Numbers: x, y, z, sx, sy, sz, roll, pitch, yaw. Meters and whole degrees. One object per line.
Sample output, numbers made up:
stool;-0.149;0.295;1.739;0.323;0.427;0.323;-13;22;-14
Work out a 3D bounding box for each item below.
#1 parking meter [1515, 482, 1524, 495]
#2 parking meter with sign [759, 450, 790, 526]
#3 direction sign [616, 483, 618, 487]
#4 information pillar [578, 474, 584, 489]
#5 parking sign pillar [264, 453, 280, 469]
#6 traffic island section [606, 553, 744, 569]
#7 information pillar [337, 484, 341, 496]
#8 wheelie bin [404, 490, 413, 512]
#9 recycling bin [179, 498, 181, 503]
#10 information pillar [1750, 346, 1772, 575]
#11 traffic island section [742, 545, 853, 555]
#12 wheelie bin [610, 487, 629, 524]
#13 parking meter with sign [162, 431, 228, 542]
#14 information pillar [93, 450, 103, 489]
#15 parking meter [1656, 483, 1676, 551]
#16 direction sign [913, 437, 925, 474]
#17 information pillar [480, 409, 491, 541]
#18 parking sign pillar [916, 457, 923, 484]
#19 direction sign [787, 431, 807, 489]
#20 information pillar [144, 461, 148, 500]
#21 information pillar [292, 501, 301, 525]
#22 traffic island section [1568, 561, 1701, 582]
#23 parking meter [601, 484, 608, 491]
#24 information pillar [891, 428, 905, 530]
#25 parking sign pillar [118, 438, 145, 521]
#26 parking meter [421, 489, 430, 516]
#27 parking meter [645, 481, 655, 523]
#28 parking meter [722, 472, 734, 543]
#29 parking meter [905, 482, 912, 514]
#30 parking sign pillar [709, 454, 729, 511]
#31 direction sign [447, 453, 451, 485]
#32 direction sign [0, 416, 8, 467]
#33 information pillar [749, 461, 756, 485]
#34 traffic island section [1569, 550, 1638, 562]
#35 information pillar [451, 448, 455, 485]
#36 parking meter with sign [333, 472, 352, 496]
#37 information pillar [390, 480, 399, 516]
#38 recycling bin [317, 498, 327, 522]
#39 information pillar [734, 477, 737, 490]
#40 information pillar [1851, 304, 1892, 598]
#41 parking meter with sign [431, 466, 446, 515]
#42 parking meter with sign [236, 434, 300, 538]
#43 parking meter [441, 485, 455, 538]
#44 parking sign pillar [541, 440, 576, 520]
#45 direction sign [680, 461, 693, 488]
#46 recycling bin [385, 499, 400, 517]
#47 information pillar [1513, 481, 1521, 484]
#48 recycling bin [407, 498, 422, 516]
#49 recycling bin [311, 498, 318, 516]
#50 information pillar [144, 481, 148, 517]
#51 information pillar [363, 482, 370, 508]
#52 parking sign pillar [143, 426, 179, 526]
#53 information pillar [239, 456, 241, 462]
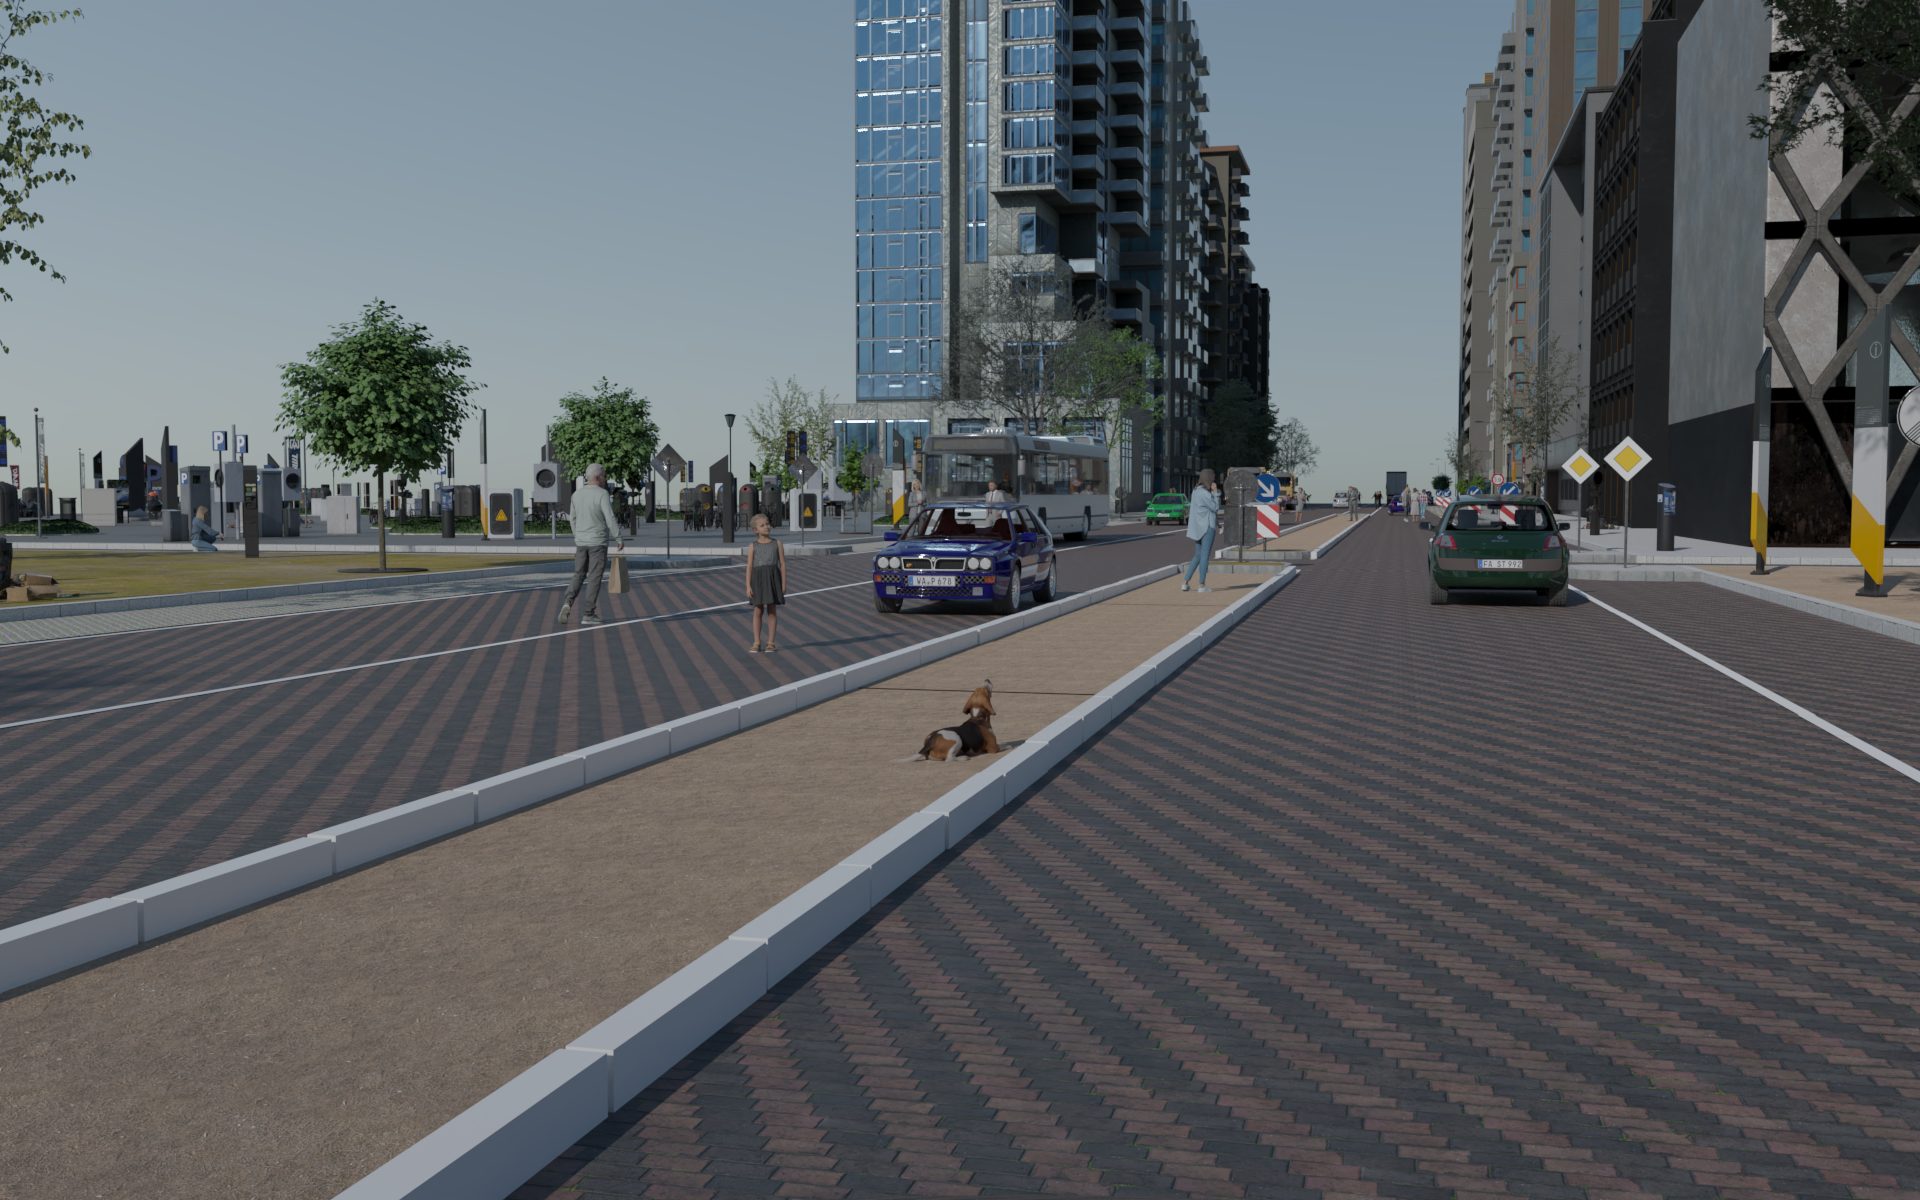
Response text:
parking meter;27.159;-4.798;84.155;0.399;1.863;0.255;2;4;26
parking meter with sign;-7.554;-4.493;69.725;1.738;3.016;0.543;2;4;28
direction sign;-17.966;-6.036;90.690;0.876;3.537;0.379;3;4;36
information pillar;-17.711;-5.483;81.007;0.183;3.616;0.504;-3;5;-41
parking sign pillar;-45.352;-7.691;114.216;1.447;3.967;1.447;3;4;38
traffic island section;-5.806;-0.740;34.376;2.009;0.180;2.903;1;4;14
information pillar;-43.301;-7.121;120.920;0.304;2.012;0.304;0;4;4
wheelie bin;-40.055;-7.194;125.524;0.693;1.594;0.980;1;4;9
recycling bin;-51.336;-6.243;114.628;0.722;1.027;0.722;2;4;29
information pillar;12.668;-2.203;27.377;0.183;3.616;0.504;3;5;44
traffic island section;-3.845;-1.213;42.117;2.009;0.180;2.903;1;4;14
wheelie bin;-14.715;-4.099;74.928;0.693;1.594;0.980;2;4;28
parking meter with sign;-20.867;-3.116;47.205;0.543;3.016;1.738;2;4;31
information pillar;-45.913;-6.174;92.298;0.183;3.616;0.504;2;4;33
parking meter;15.868;-1.866;38.919;0.372;1.533;0.369;0;3;0
direction sign;-1.405;-4.666;68.290;0.876;3.537;0.379;1;4;8
information pillar;-13.148;-3.455;47.836;0.183;3.616;0.504;-2;4;-28
parking sign pillar;-1.762;-6.548;95.532;1.447;3.967;1.447;0;4;-6
direction sign;-5.846;-4.292;62.175;0.876;3.537;0.379;-3;5;-42
information pillar;-53.603;-7.492;113.850;0.183;3.616;0.504;1;4;14
information pillar;-26.631;-3.964;69.302;0.304;2.012;0.304;2;4;30
traffic island section;11.538;-0.472;29.993;2.009;0.180;2.903;1;4;14
parking meter;-19.547;-5.474;95.207;0.399;1.863;0.255;2;4;26
information pillar;-2.173;-4.265;61.088;0.504;3.616;0.183;2;4;35
parking sign pillar;-39.293;-5.729;82.147;1.447;3.967;1.447;1;4;11
parking meter;-24.835;-4.410;80.516;0.372;1.533;0.369;0;3;0
parking meter;-13.780;-4.357;76.949;0.399;1.863;0.255;2;4;31
parking meter;-6.109;-2.446;45.700;0.255;1.863;0.399;0;4;1
parking meter;-2.539;-4.797;84.150;0.255;1.863;0.399;-3;5;-41
parking sign pillar;-16.265;-7.865;117.061;1.447;3.967;1.447;0;4;4
direction sign;-25.265;-5.732;85.722;0.379;3.537;0.876;0;4;-5
direction sign;-28.018;-3.551;50.059;0.876;3.537;0.379;-2;4;-30
information pillar;-14.539;-7.960;121.501;0.504;3.616;0.183;-1;4;-22
traffic island section;13.499;-0.945;37.735;2.009;0.180;2.903;1;4;14
information pillar;-25.952;-5.948;88.608;0.183;3.616;0.504;-2;4;-31
parking meter with sign;-42.295;-7.532;119.407;1.738;3.016;0.543;-1;4;-22
information pillar;-28.680;-5.096;87.812;0.304;2.012;0.304;2;4;24
recycling bin;-29.523;-4.197;81.178;0.722;1.027;0.722;0;4;-7
information pillar;-9.987;-4.380;76.101;0.304;2.012;0.304;1;4;22
information pillar;11.366;-1.850;21.603;0.183;3.616;0.504;-1;4;-13
parking meter with sign;-31.813;-6.689;105.625;0.543;3.016;1.738;0;4;-2
parking meter with sign;-20.537;-3.377;51.470;0.543;3.016;1.738;3;4;37
parking meter;-14.973;-2.584;50.667;0.372;1.533;0.369;0;3;0
parking sign pillar;-15.631;-4.833;67.498;1.447;3.967;1.447;1;4;17
direction sign;-18.443;-7.645;116.992;0.876;3.537;0.379;-1;4;-18
recycling bin;-31.617;-5.135;96.516;0.722;1.027;0.722;-2;4;-26
information pillar;31.116;-5.648;96.838;0.304;2.012;0.304;-3;4;-39
recycling bin;-32.037;-5.464;101.882;0.722;1.027;0.722;3;4;36
recycling bin;-37.081;-5.374;100.413;0.722;1.027;0.722;1;4;16
information pillar;-46.492;-5.756;98.597;0.304;2.012;0.304;2;4;26
information pillar;-36.910;-6.317;107.780;0.304;2.012;0.304;-3;5;-42
parking sign pillar;-31.544;-4.932;69.103;1.447;3.967;1.447;-2;4;-32
information pillar;-44.224;-7.051;106.633;0.183;3.616;0.504;-3;4;-37
